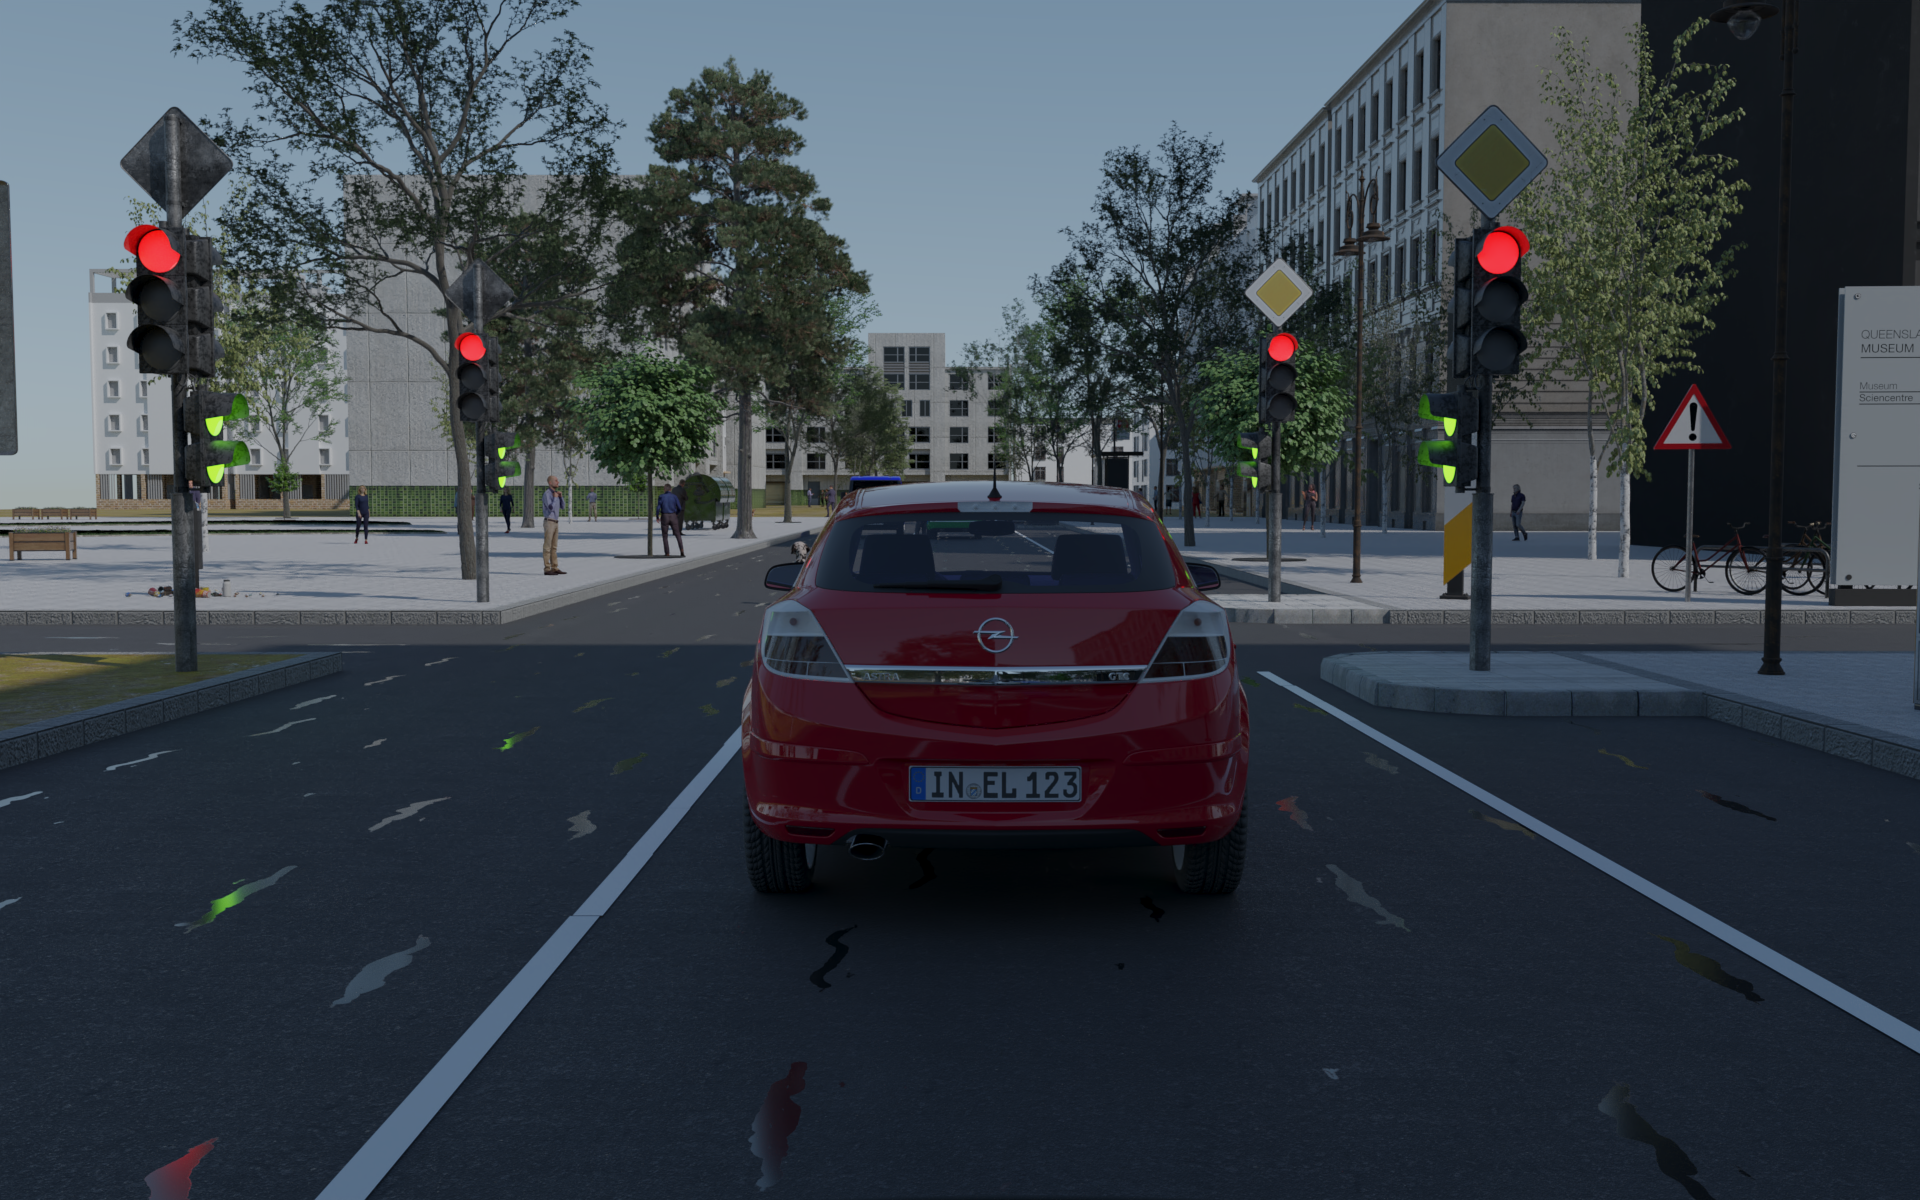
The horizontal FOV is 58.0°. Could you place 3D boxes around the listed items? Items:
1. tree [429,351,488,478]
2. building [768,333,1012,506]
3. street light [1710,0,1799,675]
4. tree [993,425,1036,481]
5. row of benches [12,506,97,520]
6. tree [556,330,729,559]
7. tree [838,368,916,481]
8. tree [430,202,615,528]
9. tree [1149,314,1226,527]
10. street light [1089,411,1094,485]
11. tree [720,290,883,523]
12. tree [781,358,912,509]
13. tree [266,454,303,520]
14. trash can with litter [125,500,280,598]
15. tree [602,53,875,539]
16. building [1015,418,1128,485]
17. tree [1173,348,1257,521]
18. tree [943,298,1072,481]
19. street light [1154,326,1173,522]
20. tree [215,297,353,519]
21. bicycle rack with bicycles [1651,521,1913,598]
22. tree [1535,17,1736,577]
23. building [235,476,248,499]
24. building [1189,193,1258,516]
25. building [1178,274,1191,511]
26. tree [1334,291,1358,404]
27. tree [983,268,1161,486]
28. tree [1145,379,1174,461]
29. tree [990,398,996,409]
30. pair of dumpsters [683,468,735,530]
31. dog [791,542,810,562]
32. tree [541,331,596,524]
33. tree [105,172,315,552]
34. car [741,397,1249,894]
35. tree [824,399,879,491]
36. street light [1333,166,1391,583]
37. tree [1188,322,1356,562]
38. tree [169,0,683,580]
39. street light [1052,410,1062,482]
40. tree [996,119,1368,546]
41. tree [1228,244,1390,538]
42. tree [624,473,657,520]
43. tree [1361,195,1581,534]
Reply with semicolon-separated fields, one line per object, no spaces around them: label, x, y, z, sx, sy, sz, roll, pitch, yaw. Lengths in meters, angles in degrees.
tree;-25.433;-8.487;89.121;4.737;8.622;4.395;0;3;0
building;-10.112;-20.307;198.483;31.486;18.905;16.747;0;4;0
street light;5.779;-2.408;12.158;0.468;5.910;1.993;0;4;0
tree;5.234;-12.778;159.280;4.360;8.622;3.978;0;3;0
row of benches;-45.537;-4.372;86.948;4.104;0.672;1.422;0;4;0
tree;-6.336;-3.125;34.809;4.285;4.588;4.351;0;3;0
tree;-7.936;-14.536;155.782;7.486;12.596;7.792;0;3;0
tree;-16.302;-8.769;65.422;6.751;12.117;7.091;0;3;0
tree;9.585;-7.207;68.194;4.737;8.622;4.395;0;3;0
street light;5.477;-6.036;71.483;0.468;5.910;1.993;0;4;0
tree;-7.501;-9.239;76.817;9.928;11.665;9.643;0;3;0
tree;-7.229;-10.358;103.761;7.601;10.594;8.767;-3;5;-39
tree;-32.661;-5.427;83.331;1.663;3.219;1.824;0;3;0
trash can with litter;-9.772;-0.675;22.094;1.678;1.210;2.233;-2;4;-35
tree;-6.326;-8.673;49.227;7.806;13.903;7.818;0;3;0
building;20.024;-15.454;194.814;28.070;9.664;9.099;0;4;0
tree;13.123;-8.066;82.237;4.360;8.622;3.978;0;3;0
tree;4.622;-19.201;169.827;12.611;20.169;13.585;0;3;0
street light;5.561;-4.586;47.767;0.468;5.910;1.993;0;4;0
tree;-35.404;-10.073;90.455;9.928;11.665;9.643;0;3;0
bicycle rack with bicycles;10.859;-0.545;22.291;2.852;0.926;2.925;-2;4;-34
tree;9.988;-4.652;26.422;4.737;8.622;4.395;0;3;0
building;-65.500;-20.311;198.550;31.486;18.905;16.747;0;4;0
building;24.246;-15.807;114.865;16.016;20.091;11.380;0;4;0
building;24.305;-16.543;126.898;16.016;20.091;11.380;0;4;0
tree;13.816;-6.444;55.721;4.360;8.622;3.978;0;3;0
tree;6.234;-9.344;78.527;9.928;11.665;9.643;0;3;0
tree;11.222;-8.393;87.590;4.360;8.622;3.978;0;3;0
tree;5.990;-10.187;100.976;8.767;10.594;7.601;0;4;0
pair of dumpsters;-9.184;-3.698;62.950;1.574;2.255;4.436;0;4;0
dog;-2.046;-0.320;22.064;0.513;0.831;0.800;1;4;17
tree;-16.557;-7.585;74.373;4.737;8.622;4.395;0;3;0
tree;-16.594;-5.383;38.380;4.737;8.622;4.395;0;3;0
car;0.145;0.082;7.704;2.155;1.783;4.494;0;4;1
tree;-7.467;-10.581;123.366;4.360;8.622;3.978;0;3;0
street light;5.730;-3.185;24.856;0.468;5.910;1.993;0;4;0
tree;6.039;-3.037;33.362;4.285;4.588;4.351;0;3;0
tree;-7.688;-5.582;25.674;7.601;10.594;8.767;-1;4;-10
street light;5.299;-7.438;94.393;0.468;5.910;1.993;0;4;0
tree;5.707;-6.613;42.533;8.767;10.594;7.601;0;4;7
tree;10.639;-6.130;50.592;4.737;8.622;4.395;0;3;0
tree;-16.294;-5.679;87.446;1.663;3.219;1.824;0;3;0
tree;12.687;-5.605;41.997;4.360;8.622;3.978;0;3;0
